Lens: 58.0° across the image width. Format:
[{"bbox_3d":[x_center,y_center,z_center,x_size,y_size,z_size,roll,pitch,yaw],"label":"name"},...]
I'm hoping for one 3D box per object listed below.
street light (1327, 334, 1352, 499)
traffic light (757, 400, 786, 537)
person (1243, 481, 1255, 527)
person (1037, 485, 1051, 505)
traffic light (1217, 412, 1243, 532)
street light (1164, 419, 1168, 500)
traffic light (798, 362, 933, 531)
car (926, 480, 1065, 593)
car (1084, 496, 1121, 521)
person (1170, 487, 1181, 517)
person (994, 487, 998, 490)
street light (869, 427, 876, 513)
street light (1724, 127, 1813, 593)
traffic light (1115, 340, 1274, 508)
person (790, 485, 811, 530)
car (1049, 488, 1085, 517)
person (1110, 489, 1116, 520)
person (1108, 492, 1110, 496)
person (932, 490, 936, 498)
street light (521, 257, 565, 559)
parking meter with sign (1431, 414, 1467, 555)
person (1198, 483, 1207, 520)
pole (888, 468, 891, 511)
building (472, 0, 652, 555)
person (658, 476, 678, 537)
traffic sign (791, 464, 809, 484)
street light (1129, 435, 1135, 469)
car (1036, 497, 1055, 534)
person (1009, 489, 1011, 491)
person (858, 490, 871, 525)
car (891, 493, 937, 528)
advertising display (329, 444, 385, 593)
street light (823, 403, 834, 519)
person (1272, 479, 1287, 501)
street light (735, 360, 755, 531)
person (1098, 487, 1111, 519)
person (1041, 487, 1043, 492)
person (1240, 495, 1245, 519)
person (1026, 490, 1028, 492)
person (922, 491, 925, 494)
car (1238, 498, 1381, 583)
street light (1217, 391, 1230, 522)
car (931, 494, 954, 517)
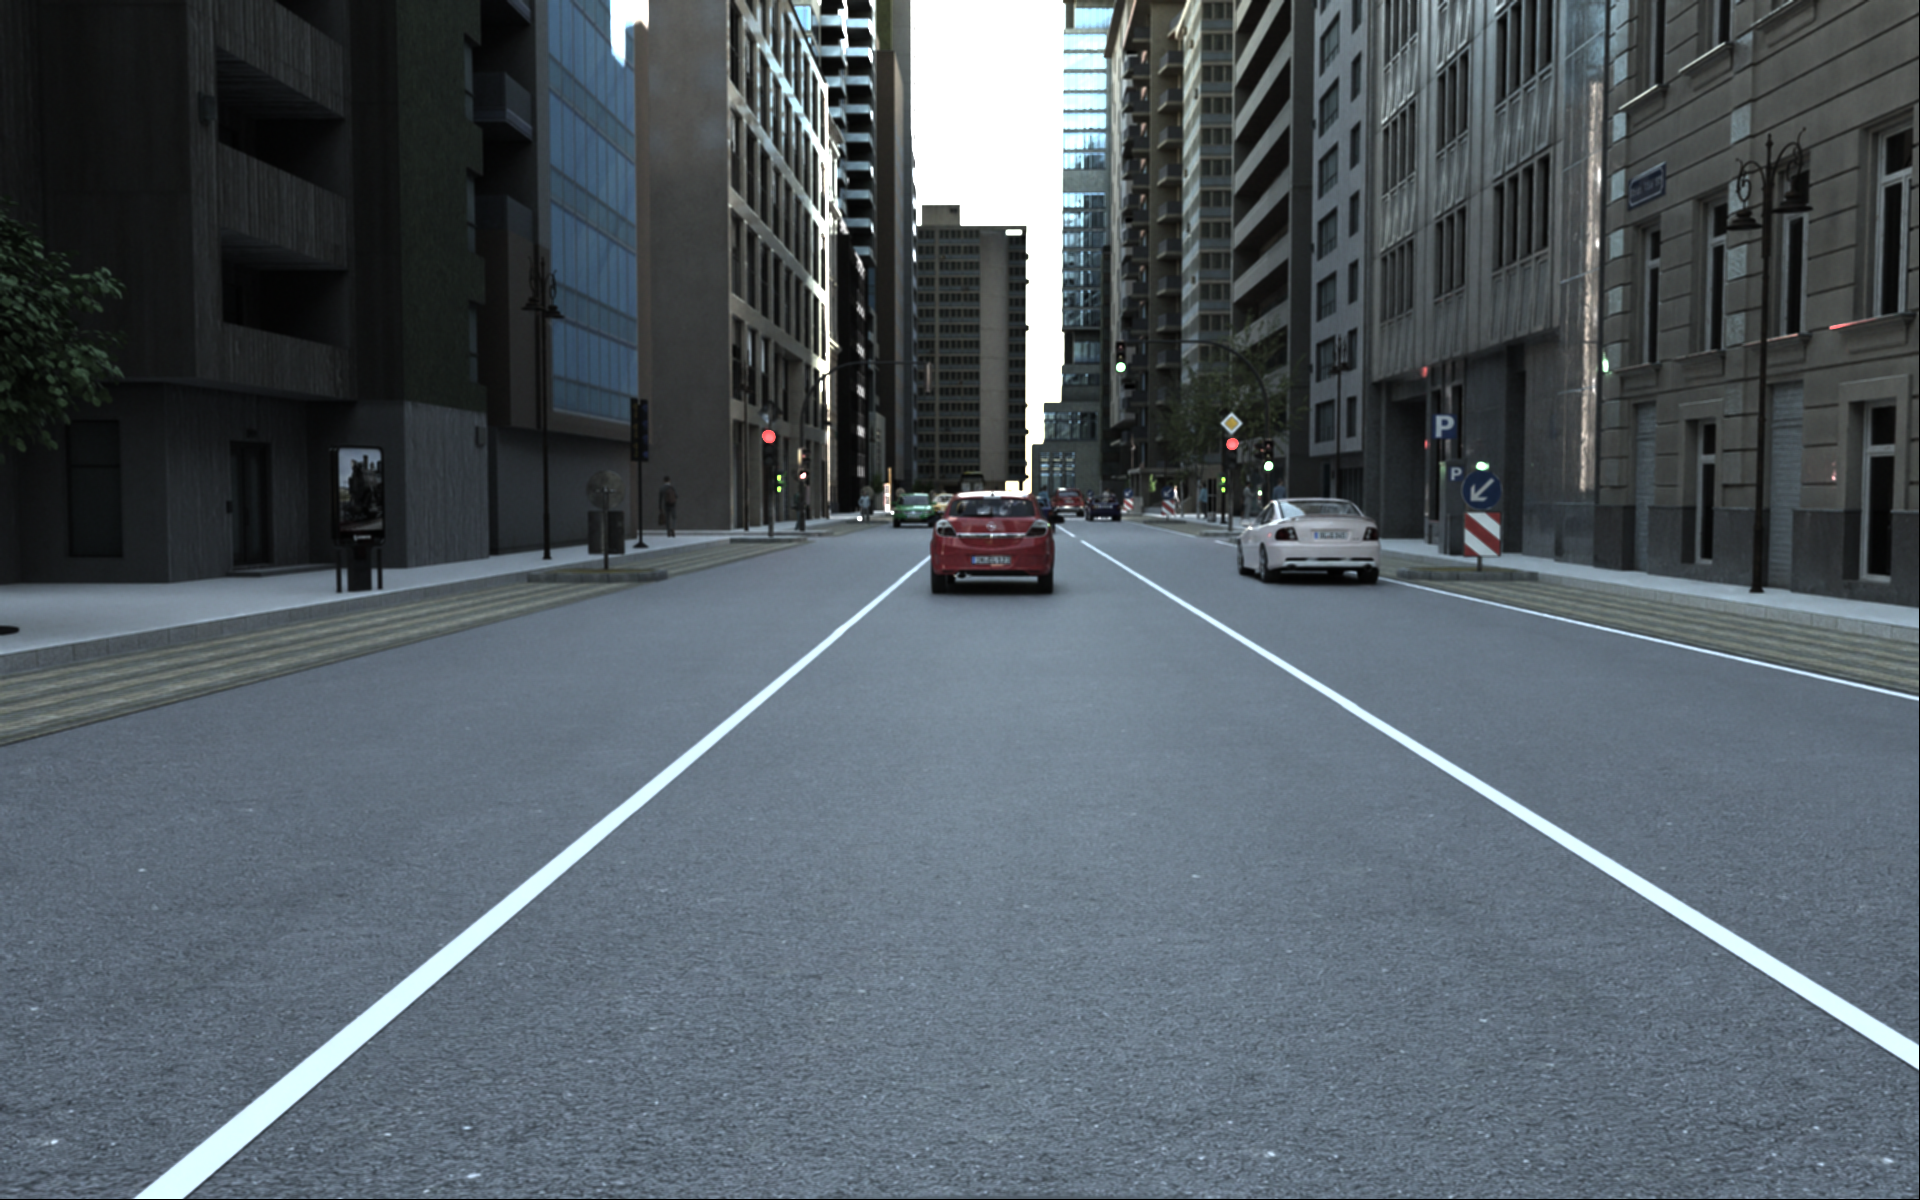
[{"bbox_3d":[10.977,-4.737,50.235,0.468,5.910,1.993,0,4,2],"label":"street light"},{"bbox_3d":[-5.623,-3.833,51.587,0.839,4.253,0.868,0,4,2],"label":"traffic light"},{"bbox_3d":[11.412,-3.799,68.344,0.466,1.800,0.511,-1,4,-20],"label":"person"},{"bbox_3d":[3.223,-3.568,67.173,0.601,1.785,0.444,3,5,43],"label":"person"},{"bbox_3d":[9.243,-4.299,59.201,0.839,4.253,0.868,0,4,2],"label":"traffic light"},{"bbox_3d":[12.486,-8.098,105.194,0.468,5.910,1.993,0,4,2],"label":"street light"},{"bbox_3d":[-3.320,-5.192,59.550,4.771,5.953,1.251,0,4,2],"label":"traffic light"},{"bbox_3d":[0.530,-1.067,26.487,2.155,1.783,4.494,0,4,2],"label":"car"},{"bbox_3d":[7.686,-4.926,93.126,1.945,1.354,3.894,0,4,0],"label":"car"},{"bbox_3d":[12.261,-5.678,99.061,0.709,1.800,0.728,-3,5,-41],"label":"person"},{"bbox_3d":[1.906,-5.143,92.567,0.794,1.824,0.713,0,4,-7],"label":"person"},{"bbox_3d":[-5.915,-8.816,116.931,0.468,5.910,1.993,0,4,2],"label":"street light"},{"bbox_3d":[10.372,-3.033,22.369,0.468,5.910,1.993,0,4,2],"label":"street light"},{"bbox_3d":[6.940,-4.677,51.132,4.771,5.953,1.251,0,4,2],"label":"traffic light"},{"bbox_3d":[-5.700,-3.237,61.771,0.721,1.781,0.623,0,4,6],"label":"person"},{"bbox_3d":[6.861,-6.253,110.910,2.281,1.827,5.304,0,4,0],"label":"car"},{"bbox_3d":[8.634,-5.374,97.201,0.643,1.720,0.563,2,4,26],"label":"person"},{"bbox_3d":[10.481,-6.960,122.143,0.795,1.843,0.661,0,4,-6],"label":"person"},{"bbox_3d":[-1.700,-6.494,115.674,0.512,1.701,0.522,2,4,30],"label":"person"},{"bbox_3d":[-8.127,-3.738,33.910,0.468,5.910,1.993,0,4,2],"label":"street light"},{"bbox_3d":[10.473,-2.486,36.909,0.543,3.016,1.738,0,4,4],"label":"parking meter with sign"},{"bbox_3d":[12.063,-4.842,85.221,0.660,1.820,0.620,-3,5,-41],"label":"person"},{"bbox_3d":[-5.416,-8.529,133.289,0.158,3.312,0.155,0,3,0],"label":"pole"},{"bbox_3d":[-16.162,-23.976,42.112,14.200,45.320,14.600,0,4,2],"label":"building"},{"bbox_3d":[-8.688,-2.789,51.607,0.622,1.834,0.822,0,4,-2],"label":"person"},{"bbox_3d":[-6.765,-4.476,73.293,0.768,2.556,0.104,0,4,3],"label":"traffic sign"},{"bbox_3d":[13.238,-9.821,133.358,0.468,5.910,1.993,0,4,2],"label":"street light"},{"bbox_3d":[2.575,-3.147,64.040,1.945,1.354,3.894,0,4,0],"label":"car"},{"bbox_3d":[3.749,-7.288,127.931,0.850,1.792,0.678,-2,4,-30],"label":"person"},{"bbox_3d":[-4.406,-4.268,80.094,0.589,1.601,0.330,0,4,-8],"label":"person"},{"bbox_3d":[-1.992,-4.078,75.469,1.959,1.807,4.718,0,4,0],"label":"car"},{"bbox_3d":[-7.951,-1.081,22.887,0.123,1.923,0.974,1,4,18],"label":"advertising display"},{"bbox_3d":[-6.761,-7.079,88.524,0.468,5.910,1.993,0,4,2],"label":"street light"},{"bbox_3d":[11.118,-3.312,60.222,0.581,1.822,0.654,1,4,11],"label":"person"},{"bbox_3d":[-7.400,-5.326,59.866,0.468,5.910,1.993,0,4,2],"label":"street light"},{"bbox_3d":[8.318,-5.596,99.844,0.795,1.843,0.661,-1,4,-9],"label":"person"},{"bbox_3d":[4.416,-5.137,92.733,0.529,1.795,0.600,1,4,23],"label":"person"},{"bbox_3d":[14.478,-4.755,88.461,0.373,1.253,0.362,-3,4,-38],"label":"person"},{"bbox_3d":[6.457,-9.654,166.360,1.348,1.823,0.705,0,4,0],"label":"person"},{"bbox_3d":[-4.099,-10.933,185.597,0.742,1.727,0.445,-3,5,-39],"label":"person"},{"bbox_3d":[5.844,-1.036,29.297,2.083,1.381,4.827,0,4,2],"label":"car"},{"bbox_3d":[11.693,-6.371,76.946,0.468,5.910,1.993,0,4,2],"label":"street light"},{"bbox_3d":[-0.886,-5.442,99.200,2.015,1.641,3.980,0,4,3],"label":"car"}]
